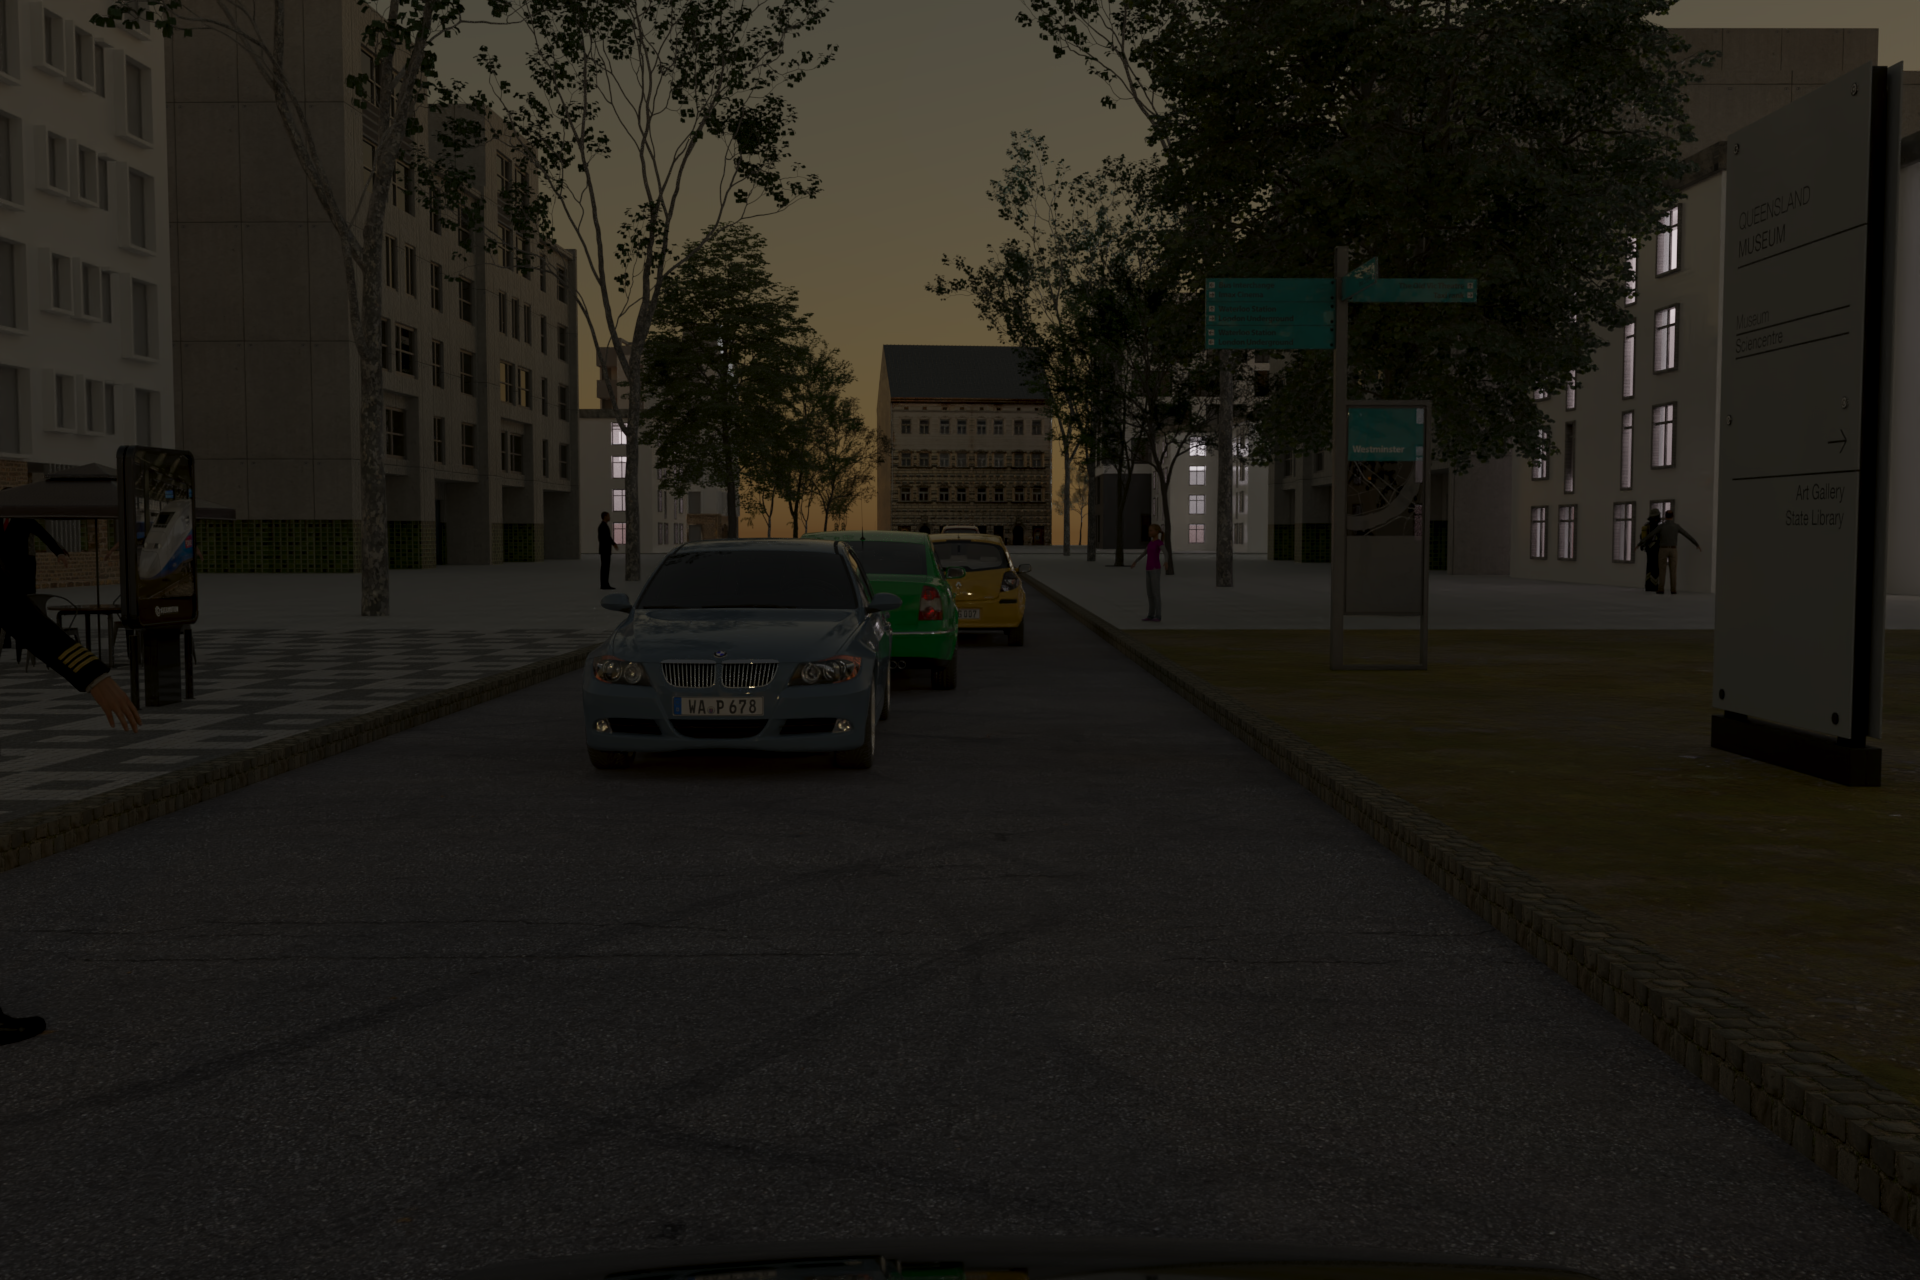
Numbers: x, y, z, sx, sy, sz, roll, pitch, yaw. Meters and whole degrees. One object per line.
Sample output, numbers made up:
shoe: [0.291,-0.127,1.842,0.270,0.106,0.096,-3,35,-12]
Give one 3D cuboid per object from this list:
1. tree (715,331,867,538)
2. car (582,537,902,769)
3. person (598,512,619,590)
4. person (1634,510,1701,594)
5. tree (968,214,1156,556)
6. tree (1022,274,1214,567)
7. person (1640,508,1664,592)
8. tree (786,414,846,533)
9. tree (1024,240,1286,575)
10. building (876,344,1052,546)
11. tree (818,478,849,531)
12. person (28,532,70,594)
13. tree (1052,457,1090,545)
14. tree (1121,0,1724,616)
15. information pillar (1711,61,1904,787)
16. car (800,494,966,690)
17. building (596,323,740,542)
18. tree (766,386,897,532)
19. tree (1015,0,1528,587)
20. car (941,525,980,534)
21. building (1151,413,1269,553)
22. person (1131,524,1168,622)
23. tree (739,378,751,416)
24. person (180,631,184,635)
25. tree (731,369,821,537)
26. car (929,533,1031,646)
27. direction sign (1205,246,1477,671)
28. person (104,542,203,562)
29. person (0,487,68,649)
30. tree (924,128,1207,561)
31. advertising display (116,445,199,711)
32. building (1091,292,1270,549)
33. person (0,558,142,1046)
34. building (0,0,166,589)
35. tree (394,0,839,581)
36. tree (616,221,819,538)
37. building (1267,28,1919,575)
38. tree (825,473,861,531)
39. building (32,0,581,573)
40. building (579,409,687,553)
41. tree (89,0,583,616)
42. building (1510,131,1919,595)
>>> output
tree: [-8.611,-9.994,89.152,9.928,11.665,9.643,0,3,0]
car: [-1.396,-0.005,12.092,2.014,1.417,4.499,0,4,0]
person: [-8.177,-2.070,40.075,0.704,1.802,1.346,-2,4,-26]
person: [15.135,-1.881,37.024,1.348,1.796,0.705,1,4,15]
tree: [7.746,-15.014,101.362,12.611,20.169,13.585,0,3,0]
tree: [6.461,-8.699,67.980,9.928,11.665,9.643,0,3,0]
person: [15.493,-2.008,38.616,0.705,1.856,1.354,-1,4,-8]
tree: [-9.119,-9.198,100.747,4.360,8.622,3.978,0,3,0]
tree: [6.505,-7.327,54.216,8.767,10.594,7.601,-1,4,-14]
building: [0.134,-22.457,200.563,18.063,23.208,19.493,0,4,-7]
tree: [-14.397,-15.319,200.833,4.737,8.622,4.395,0,3,0]
person: [-15.362,-1.365,28.449,1.348,1.813,0.705,0,4,-5]
tree: [13.934,-16.000,196.019,7.601,10.594,8.767,0,4,6]
tree: [6.967,-7.354,26.900,9.857,13.997,8.962,0,3,0]
information pillar: [4.597,-1.112,9.499,0.184,3.620,1.656,0,4,0]
car: [-0.914,-0.519,17.286,1.959,1.807,4.718,0,4,0]
building: [-26.633,-18.350,156.439,16.016,20.090,11.380,0,4,1]
tree: [-8.486,-10.672,108.904,8.767,10.594,7.601,-1,4,-21]
tree: [7.700,-11.306,40.735,12.611,20.169,13.585,0,3,0]
car: [0.012,-4.013,74.284,2.281,1.827,5.304,0,4,-1]
building: [20.558,-11.668,132.920,9.099,9.664,28.070,0,4,0]
person: [2.780,-0.982,25.316,0.599,1.433,0.991,-2,4,-24]
tree: [-25.925,-20.895,197.520,12.611,20.169,13.585,0,3,0]
person: [-10.091,-0.981,22.179,0.704,1.843,1.345,-2,4,-34]
tree: [-8.351,-7.590,74.451,4.360,8.622,3.978,0,3,0]
car: [-0.015,-0.815,23.543,2.015,1.641,3.980,0,3,0]
direction sign: [3.554,-1.644,15.647,2.525,3.948,1.411,0,4,-1]
person: [-11.396,-1.143,24.549,1.347,1.847,0.705,0,4,-5]
person: [-10.624,-0.807,19.378,1.347,1.806,0.705,0,4,-1]
tree: [5.175,-13.827,81.960,12.611,20.169,13.585,0,3,0]
advertising display: [-5.996,-0.475,12.981,0.123,1.923,0.974,0,4,1]
building: [26.001,-19.511,162.971,27.936,21.610,32.646,0,4,0]
person: [-2.865,0.215,4.877,1.347,1.837,0.705,2,4,25]
building: [-26.353,-10.844,33.721,16.016,20.090,11.380,0,3,0]
tree: [-9.355,-11.765,48.239,12.611,20.169,13.585,0,3,0]
tree: [-8.795,-8.894,63.545,7.486,12.596,7.792,0,3,0]
building: [23.629,-12.409,69.340,16.747,18.905,31.486,0,4,0]
tree: [-13.217,-14.981,195.304,4.737,8.622,4.395,0,3,0]
building: [-27.844,-12.550,71.646,16.747,18.905,31.486,0,4,1]
building: [-24.963,-11.502,130.213,9.099,9.664,28.070,0,4,1]
tree: [-10.515,-10.481,27.248,12.611,20.169,13.585,0,3,0]
building: [20.721,-5.819,37.292,9.099,9.664,28.070,0,3,0]
